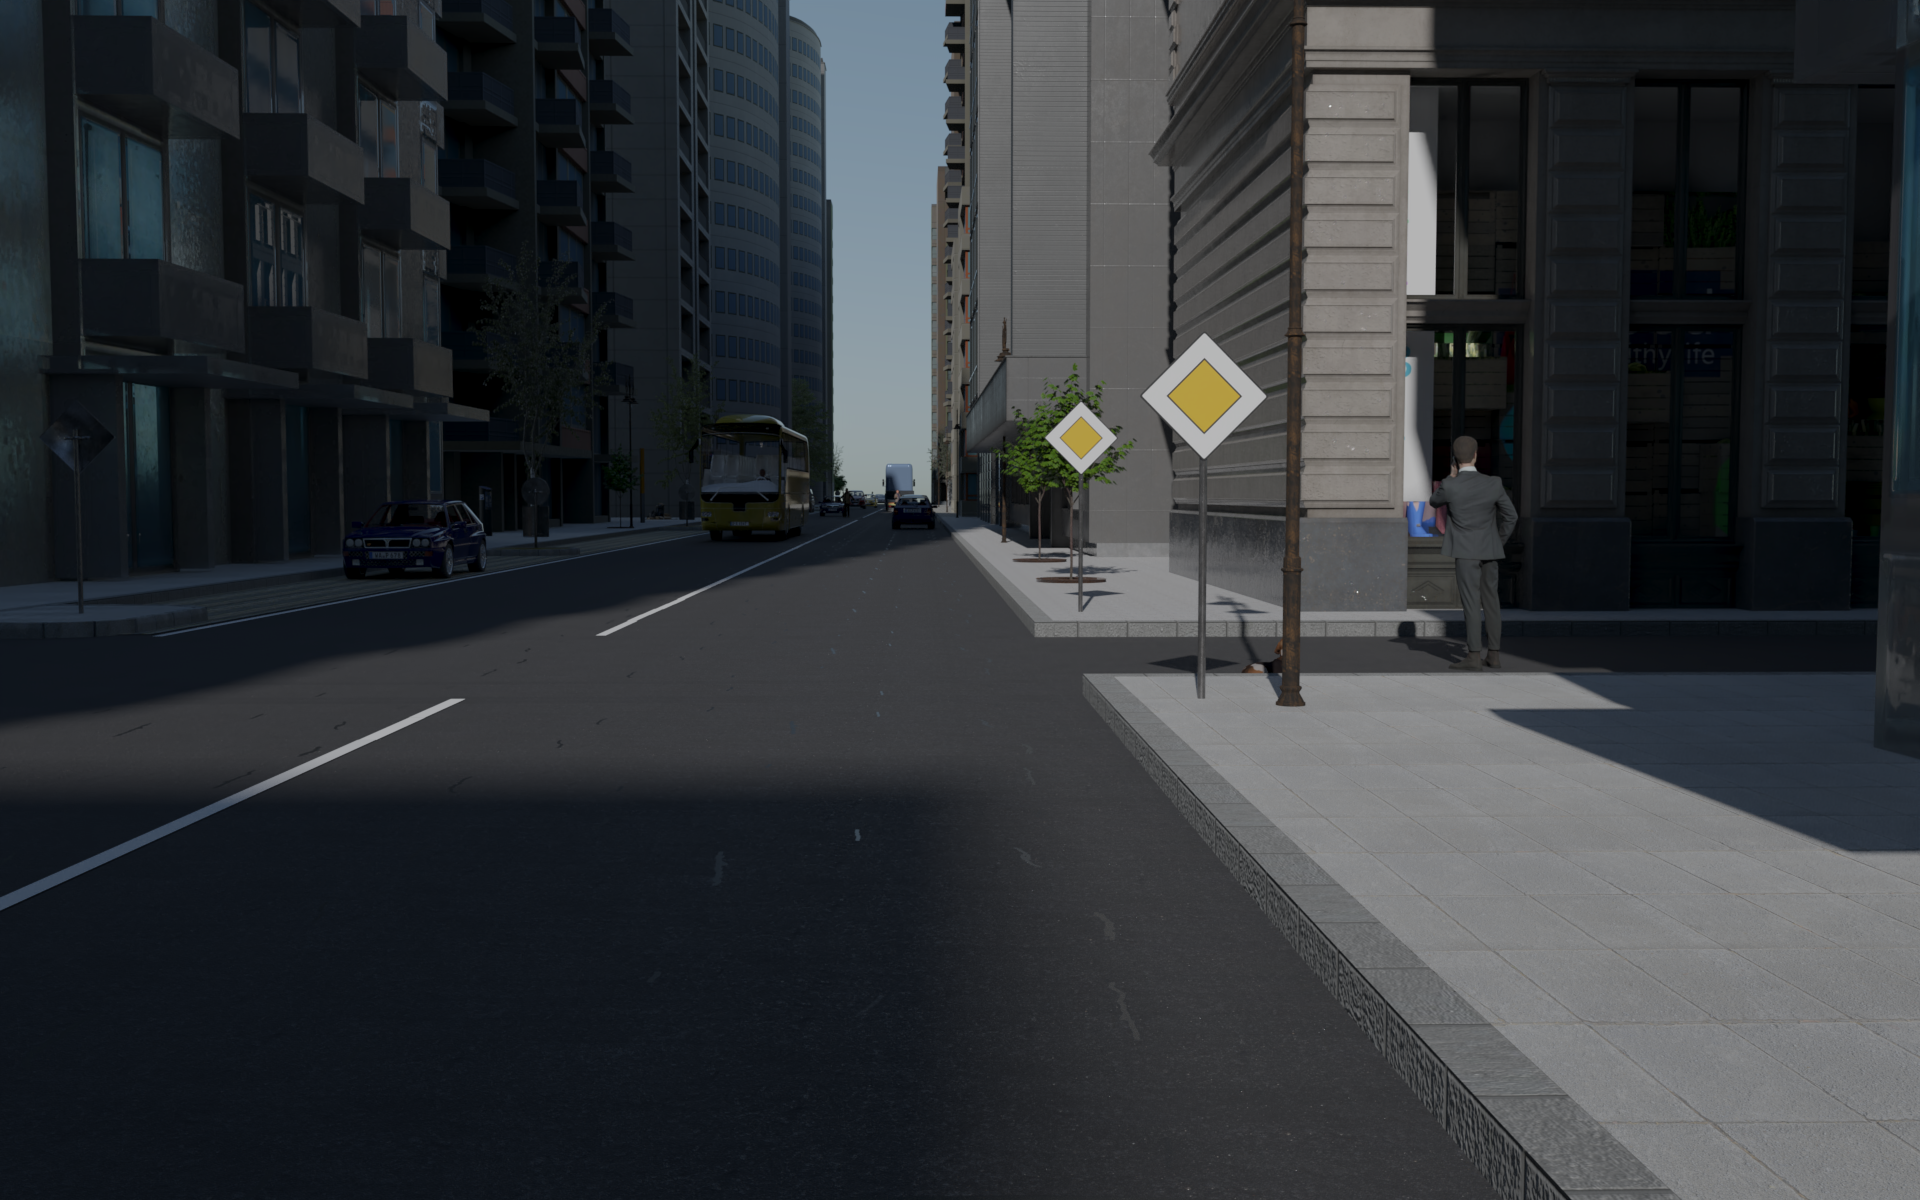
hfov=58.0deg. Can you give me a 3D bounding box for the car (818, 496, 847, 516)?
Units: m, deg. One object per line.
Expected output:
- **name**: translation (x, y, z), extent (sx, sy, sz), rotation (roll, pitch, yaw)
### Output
- **car**: translation (-8.229, -6.125, 112.728), extent (1.945, 1.354, 3.894), rotation (0, 4, -2)

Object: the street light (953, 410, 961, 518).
- **street light**: translation (-0.149, -7.385, 93.534), extent (0.468, 5.910, 1.993), rotation (0, 4, -1)

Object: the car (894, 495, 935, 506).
- **car**: translation (-2.181, -4.363, 83.331), extent (2.014, 1.417, 4.499), rotation (0, 4, -1)

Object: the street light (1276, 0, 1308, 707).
- **street light**: translation (2.010, -2.297, 10.350), extent (0.468, 5.910, 1.993), rotation (0, 4, -1)

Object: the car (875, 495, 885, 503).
- **car**: translation (-10.843, -13.703, 236.407), extent (2.083, 1.381, 4.827), rotation (0, 4, -3)

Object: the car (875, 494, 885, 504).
- **car**: translation (-11.486, -14.428, 247.689), extent (2.131, 1.459, 4.920), rotation (0, 4, -2)

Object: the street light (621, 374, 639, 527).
- **street light**: translation (-12.746, -5.763, 67.006), extent (0.468, 5.910, 1.993), rotation (0, 4, -1)

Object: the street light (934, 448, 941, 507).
- **street light**: translation (-2.080, -12.060, 169.967), extent (0.468, 5.910, 1.993), rotation (0, 4, -1)

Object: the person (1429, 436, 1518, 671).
- **person**: translation (4.176, -0.386, 14.174), extent (0.648, 1.900, 0.474), rotation (-1, 4, -16)

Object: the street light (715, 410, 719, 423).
- **street light**: translation (-13.395, -7.507, 95.529), extent (0.468, 5.910, 1.993), rotation (0, 4, -1)

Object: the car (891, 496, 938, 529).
- **car**: translation (-1.911, -3.620, 71.775), extent (1.945, 1.354, 3.894), rotation (0, 4, 0)

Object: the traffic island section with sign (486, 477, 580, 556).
- **traffic island section with sign**: translation (-10.016, -1.958, 40.649), extent (1.989, 1.847, 2.006), rotation (0, 4, -1)

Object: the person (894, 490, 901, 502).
- **person**: translation (-4.750, -7.606, 133.389), extent (0.617, 1.759, 0.750), rotation (-1, 4, -18)

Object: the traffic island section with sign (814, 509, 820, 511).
- **traffic island section with sign**: translation (-12.690, -8.344, 145.055), extent (1.989, 1.847, 2.006), rotation (0, 4, -1)

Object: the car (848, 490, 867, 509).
- **car**: translation (-10.069, -9.678, 166.912), extent (2.281, 1.827, 5.304), rotation (0, 4, -2)

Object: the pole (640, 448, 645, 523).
- **pole**: translation (-14.143, -5.091, 77.088), extent (0.158, 3.312, 0.155), rotation (0, 3, 0)

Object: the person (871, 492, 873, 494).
- **person**: translation (-10.792, -12.586, 214.994), extent (0.721, 1.735, 1.217), rotation (-3, 4, -36)

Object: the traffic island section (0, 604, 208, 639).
- **traffic island section**: translation (-9.457, 0.225, 18.596), extent (2.009, 0.180, 2.903), rotation (0, 4, -1)

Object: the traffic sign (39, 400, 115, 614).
- **traffic sign**: translation (-9.434, -0.911, 18.534), extent (0.795, 2.450, 0.064), rotation (0, 4, -1)

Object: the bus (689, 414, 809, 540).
- **bus**: translation (-6.628, -4.001, 56.963), extent (2.896, 3.916, 12.252), rotation (0, 4, -1)

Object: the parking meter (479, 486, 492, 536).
- **parking meter**: translation (-14.450, -2.713, 52.773), extent (0.372, 1.533, 0.369), rotation (0, 3, 0)

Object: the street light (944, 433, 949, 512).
- **street light**: translation (-0.907, -9.095, 121.487), extent (0.468, 5.910, 1.993), rotation (0, 4, -1)

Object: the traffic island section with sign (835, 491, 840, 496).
- **traffic island section with sign**: translation (-14.116, -11.741, 200.589), extent (1.989, 1.847, 2.006), rotation (0, 4, -1)

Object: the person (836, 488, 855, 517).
- **person**: translation (-6.996, -6.007, 106.810), extent (1.348, 1.812, 0.705), rotation (2, 4, 27)

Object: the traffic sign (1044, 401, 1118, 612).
- **traffic sign**: translation (1.308, -0.926, 18.788), extent (0.795, 2.450, 0.064), rotation (0, 4, -1)

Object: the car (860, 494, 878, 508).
- **car**: translation (-9.492, -10.395, 180.184), extent (2.015, 1.641, 3.980), rotation (0, 3, 0)

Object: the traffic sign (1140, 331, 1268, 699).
- **traffic sign**: translation (1.512, -0.438, 10.805), extent (0.795, 2.450, 0.064), rotation (0, 4, -1)

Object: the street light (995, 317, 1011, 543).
- **street light**: translation (1.160, -4.443, 45.436), extent (0.468, 5.910, 1.993), rotation (0, 4, -1)

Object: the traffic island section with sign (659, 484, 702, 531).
- **traffic island section with sign**: translation (-10.732, -3.638, 68.115), extent (1.989, 1.847, 2.006), rotation (0, 4, -1)

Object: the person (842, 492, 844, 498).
- **person**: translation (-13.265, -11.488, 197.253), extent (0.530, 1.710, 0.541), rotation (2, 4, 31)

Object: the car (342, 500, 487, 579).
- **car**: translation (-9.517, -1.088, 30.370), extent (1.945, 1.354, 3.894), rotation (0, 4, -3)

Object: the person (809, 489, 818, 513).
- **person**: translation (-11.327, -7.436, 130.077), extent (1.348, 1.824, 0.705), rotation (0, 4, 4)
